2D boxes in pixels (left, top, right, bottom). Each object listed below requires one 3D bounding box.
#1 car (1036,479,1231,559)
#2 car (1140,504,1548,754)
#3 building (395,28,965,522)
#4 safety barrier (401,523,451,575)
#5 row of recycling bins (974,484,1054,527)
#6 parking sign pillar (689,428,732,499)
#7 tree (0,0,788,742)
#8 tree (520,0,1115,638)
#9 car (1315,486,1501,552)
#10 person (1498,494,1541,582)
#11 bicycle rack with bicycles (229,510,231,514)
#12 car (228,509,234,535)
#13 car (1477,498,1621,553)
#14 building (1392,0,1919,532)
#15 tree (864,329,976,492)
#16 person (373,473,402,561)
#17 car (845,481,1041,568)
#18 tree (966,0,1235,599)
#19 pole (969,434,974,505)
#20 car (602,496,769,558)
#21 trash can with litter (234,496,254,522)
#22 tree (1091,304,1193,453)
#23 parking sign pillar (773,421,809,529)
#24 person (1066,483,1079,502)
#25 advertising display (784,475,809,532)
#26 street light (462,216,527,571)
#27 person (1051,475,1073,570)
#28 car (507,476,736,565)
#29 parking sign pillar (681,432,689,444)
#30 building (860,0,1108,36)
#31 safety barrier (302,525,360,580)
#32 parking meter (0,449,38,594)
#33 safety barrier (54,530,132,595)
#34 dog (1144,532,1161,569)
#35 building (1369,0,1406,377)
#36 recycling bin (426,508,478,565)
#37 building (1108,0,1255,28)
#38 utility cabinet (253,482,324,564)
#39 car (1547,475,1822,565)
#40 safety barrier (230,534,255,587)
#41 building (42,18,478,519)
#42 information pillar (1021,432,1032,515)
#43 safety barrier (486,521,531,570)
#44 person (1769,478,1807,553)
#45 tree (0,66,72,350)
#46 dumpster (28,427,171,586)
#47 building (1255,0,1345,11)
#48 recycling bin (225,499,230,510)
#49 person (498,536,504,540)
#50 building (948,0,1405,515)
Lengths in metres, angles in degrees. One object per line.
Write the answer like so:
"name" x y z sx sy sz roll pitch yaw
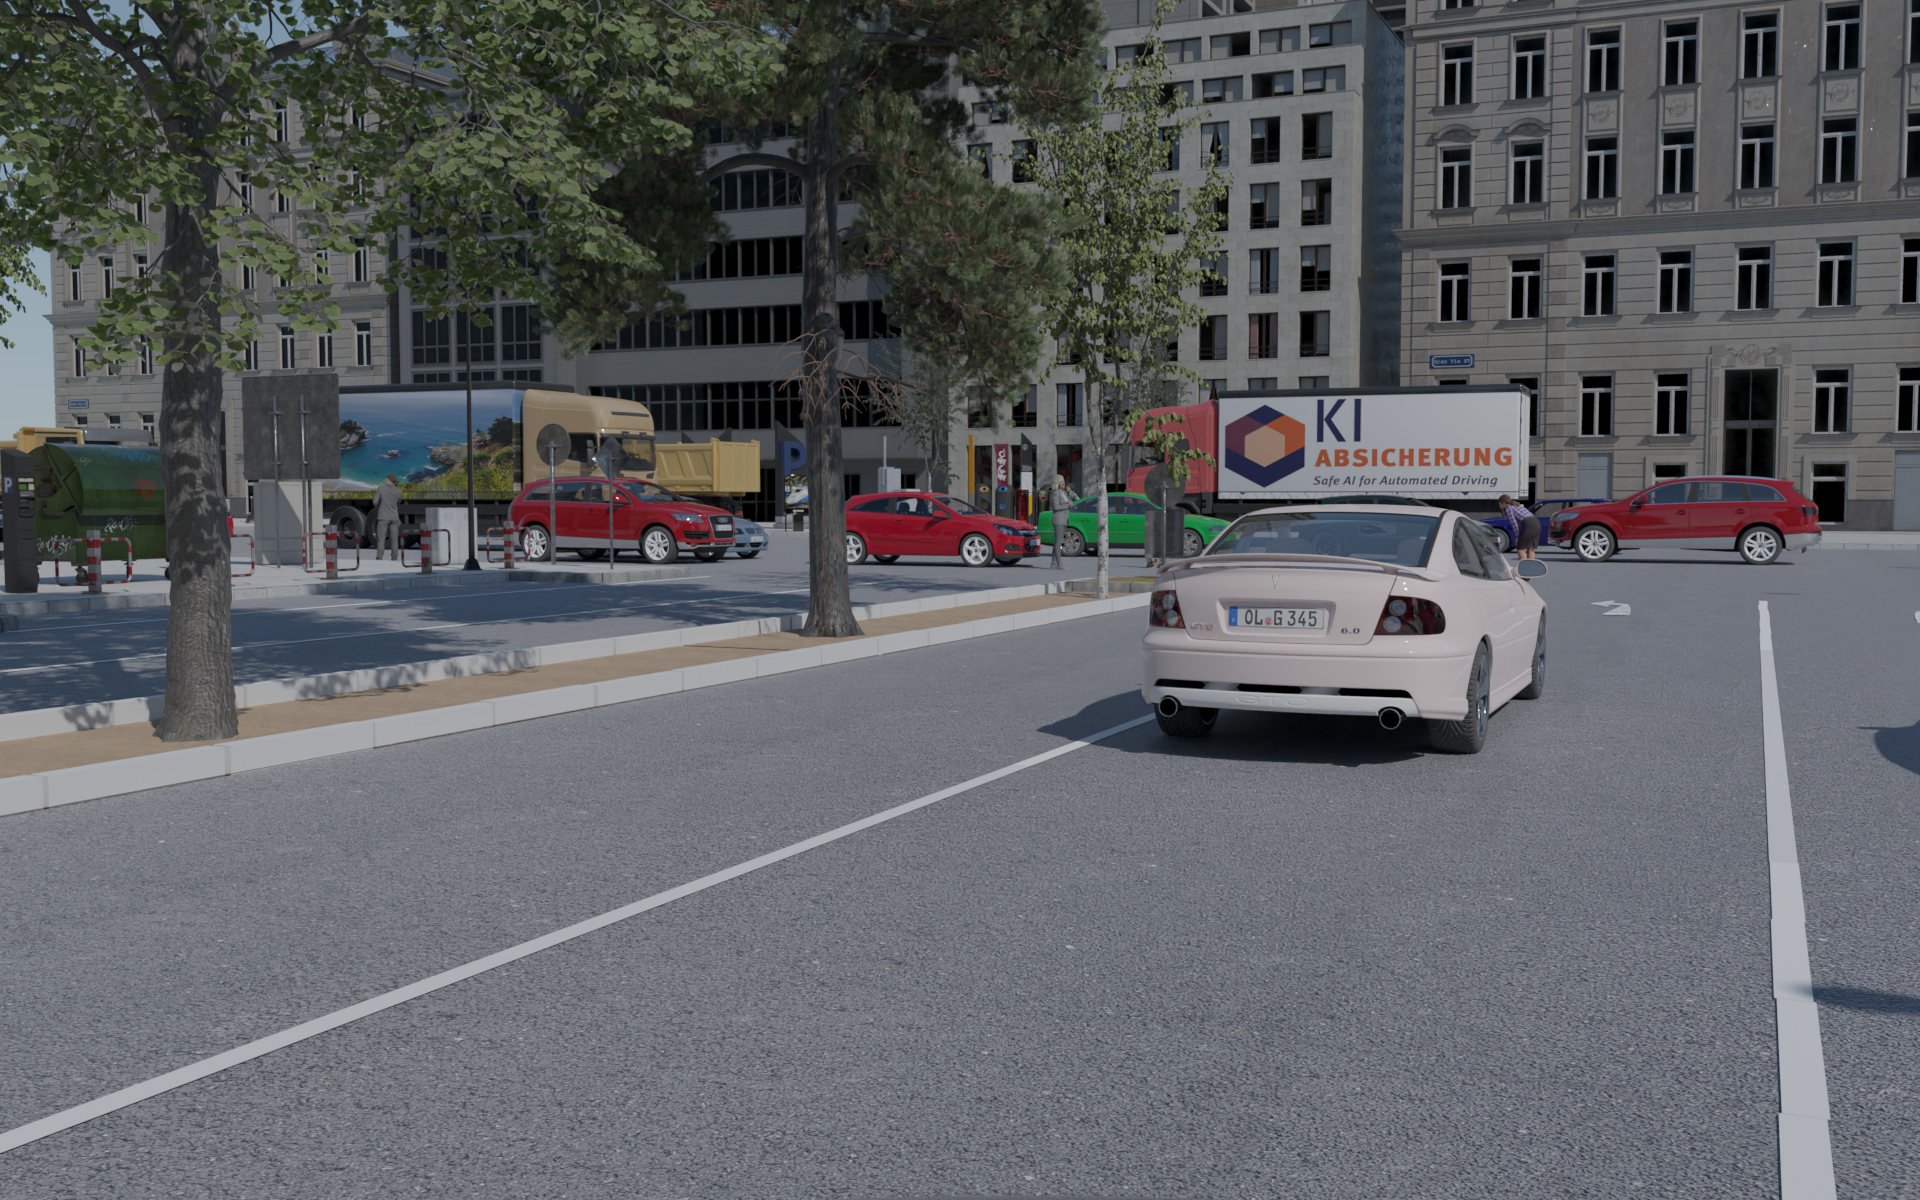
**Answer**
"car" 4.074 -1.883 39.579 4.718 1.807 1.959 1 4 23
"car" 2.628 0.073 11.164 2.083 1.381 4.827 2 4 25
"building" -11.736 -16.228 84.400 30.058 24.678 14.314 2 4 25
"safety barrier" -8.529 -0.820 27.681 0.300 0.817 1.120 2 4 25
"row of recycling bins" 2.155 -3.738 68.237 3.534 1.692 1.069 1 4 14
"parking sign pillar" -9.782 -4.973 69.785 1.447 3.967 1.447 2 4 35
"tree" -4.388 -5.481 10.207 7.486 12.596 7.792 0 3 0
"tree" -1.384 -5.664 17.122 6.751 12.117 7.091 0 3 0
"car" 9.342 -1.660 36.922 4.222 1.686 2.009 1 4 23
"person" 9.159 -1.019 28.395 0.697 1.427 0.421 3 5 40
"bicycle rack with bicycles" -37.724 -4.429 85.797 2.925 0.926 2.852 -2 4 -27
"car" -21.236 -2.230 45.493 4.494 1.783 2.155 1 4 23
"car" 14.333 -1.793 41.898 3.894 1.354 1.945 2 4 26
"building" 29.919 -16.374 64.974 25.104 27.353 12.463 2 4 25
"tree" -1.225 -6.905 63.265 4.360 8.622 3.978 0 3 0
"person" -11.468 -1.606 34.562 0.655 1.846 0.447 -3 5 -41
"car" -0.532 -1.584 34.943 4.494 1.783 2.155 2 4 24
"tree" 1.879 -4.299 23.109 4.737 8.622 4.395 0 3 0
"pole" 0.391 -4.004 59.314 0.158 3.312 0.155 0 3 0
"car" -6.443 -1.646 38.908 4.499 1.417 2.014 2 4 26
"trash can with litter" -32.603 -4.191 79.576 1.678 1.210 2.233 -1 4 -15
"tree" 7.114 -7.094 66.351 4.360 8.622 3.978 0 3 0
"parking sign pillar" -6.196 -4.619 63.987 1.447 3.967 1.447 3 5 45
"person" 3.114 -2.372 48.008 0.376 1.734 0.841 0 4 0
"advertising display" -5.519 -3.291 59.020 0.974 1.923 0.123 -1 4 -17
"street light" -7.742 -3.441 28.804 1.470 5.913 1.316 2 4 25
"person" 1.964 -1.487 32.994 0.526 1.800 0.537 3 4 36
"car" -7.180 -1.716 36.723 5.304 1.827 2.281 2 4 26
"parking sign pillar" -11.605 -5.359 76.088 1.447 3.967 1.447 3 4 37
"building" 1.292 -44.956 173.290 20.611 71.187 20.563 2 4 25
"safety barrier" -9.377 -0.707 25.838 0.300 0.817 1.120 2 4 25
"parking meter" -12.185 -1.023 22.440 0.399 1.863 0.255 2 4 31
"safety barrier" -11.069 -0.481 22.143 0.300 0.817 1.120 2 4 25
"dog" 3.670 -1.021 33.526 0.513 0.831 0.800 2 4 29
"building" 57.496 -48.439 230.235 20.611 71.187 20.563 2 4 25
"recycling bin" -9.251 -1.160 31.524 0.722 1.027 0.722 -3 4 -36
"building" 13.677 -42.524 133.517 20.563 71.187 20.611 2 4 25
"utility cabinet" -12.270 -1.405 31.649 0.318 1.500 1.173 3 5 41
"car" 15.100 -1.687 36.254 5.304 1.827 2.281 2 4 24
"safety barrier" -10.220 -0.594 23.989 0.300 0.817 1.120 2 4 25
"building" -36.889 -18.248 95.614 25.104 27.353 12.463 2 4 25
"information pillar" 2.510 -4.554 65.820 0.504 3.616 0.183 -2 4 -33
"safety barrier" -7.687 -0.932 29.514 0.300 0.817 1.120 2 4 25
"person" 20.136 -2.059 42.129 0.622 1.834 0.822 -3 5 -43
"tree" -15.642 -4.662 26.588 4.737 8.622 4.395 0 3 0
"dumpster" -12.335 -1.374 24.959 1.502 2.255 1.985 2 4 24
"building" 21.245 -34.846 158.969 27.495 52.752 28.713 2 4 25
"recycling bin" -37.862 -4.651 88.605 0.722 1.027 0.722 0 4 4
"person" -13.960 -2.765 53.806 0.778 1.811 0.616 -1 4 -10
"building" 9.323 -13.384 73.576 16.860 20.320 10.420 2 4 25
